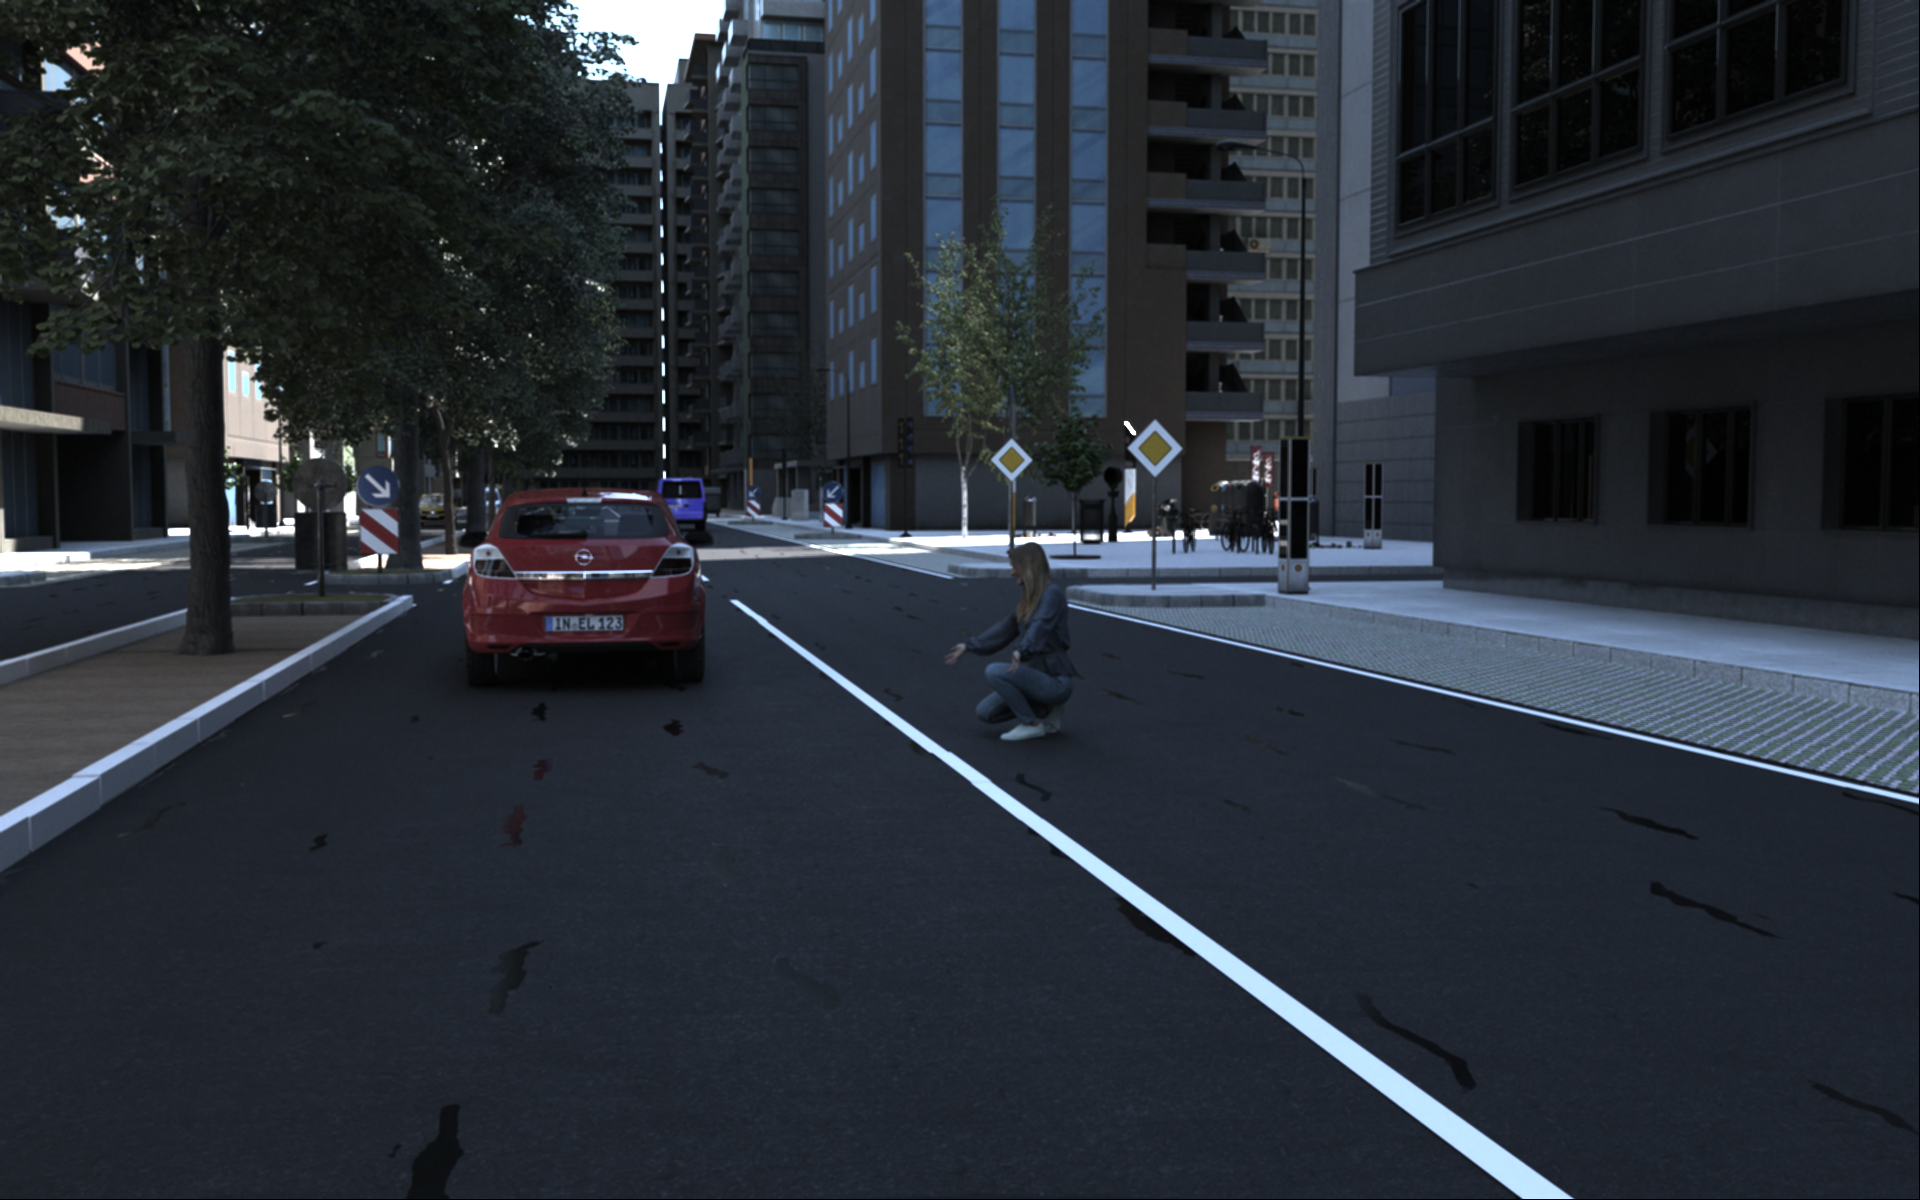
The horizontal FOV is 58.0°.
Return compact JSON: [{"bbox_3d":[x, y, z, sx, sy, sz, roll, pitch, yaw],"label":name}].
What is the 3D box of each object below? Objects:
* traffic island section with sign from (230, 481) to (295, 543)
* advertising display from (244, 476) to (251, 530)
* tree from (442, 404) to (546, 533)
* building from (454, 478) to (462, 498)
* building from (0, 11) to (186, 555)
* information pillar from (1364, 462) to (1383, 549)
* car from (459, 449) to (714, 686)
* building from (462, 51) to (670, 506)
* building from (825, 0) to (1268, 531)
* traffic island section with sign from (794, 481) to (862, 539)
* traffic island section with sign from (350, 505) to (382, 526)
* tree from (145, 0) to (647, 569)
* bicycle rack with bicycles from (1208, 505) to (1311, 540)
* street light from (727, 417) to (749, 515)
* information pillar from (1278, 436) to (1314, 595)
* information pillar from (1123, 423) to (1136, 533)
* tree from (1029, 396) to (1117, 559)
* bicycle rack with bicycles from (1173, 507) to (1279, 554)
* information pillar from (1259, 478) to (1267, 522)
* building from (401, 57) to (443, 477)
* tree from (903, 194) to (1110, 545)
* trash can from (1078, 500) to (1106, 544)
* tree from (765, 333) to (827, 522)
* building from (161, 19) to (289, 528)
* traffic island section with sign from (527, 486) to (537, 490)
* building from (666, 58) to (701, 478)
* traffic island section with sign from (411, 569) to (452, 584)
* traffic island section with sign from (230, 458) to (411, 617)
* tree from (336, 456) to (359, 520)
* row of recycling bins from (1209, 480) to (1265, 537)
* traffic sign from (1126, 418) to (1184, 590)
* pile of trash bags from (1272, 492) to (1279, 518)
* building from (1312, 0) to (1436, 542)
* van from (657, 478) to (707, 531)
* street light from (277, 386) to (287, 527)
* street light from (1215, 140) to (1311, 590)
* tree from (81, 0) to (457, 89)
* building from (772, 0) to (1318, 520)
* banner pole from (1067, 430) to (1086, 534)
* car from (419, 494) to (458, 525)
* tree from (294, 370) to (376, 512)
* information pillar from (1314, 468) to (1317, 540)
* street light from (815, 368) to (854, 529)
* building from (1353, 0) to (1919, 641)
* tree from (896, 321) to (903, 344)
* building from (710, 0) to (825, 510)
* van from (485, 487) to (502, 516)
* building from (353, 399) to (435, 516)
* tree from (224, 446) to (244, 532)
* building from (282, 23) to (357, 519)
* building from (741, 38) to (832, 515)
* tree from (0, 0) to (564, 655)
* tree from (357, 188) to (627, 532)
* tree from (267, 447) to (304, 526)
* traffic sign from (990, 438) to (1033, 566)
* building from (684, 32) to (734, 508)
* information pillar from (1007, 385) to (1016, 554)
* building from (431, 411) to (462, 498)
[{"bbox_3d":[-20.674,-2.624,51.530,1.989,1.847,2.006,-1,4,-12],"label":"traffic island section with sign"},{"bbox_3d":[-25.589,-3.486,62.206,0.123,1.923,0.974,-1,4,-19],"label":"advertising display"},{"bbox_3d":[-15.745,-6.386,57.226,4.737,8.622,4.395,0,3,0],"label":"tree"},{"bbox_3d":[-67.882,-30.697,193.774,23.993,40.220,32.217,-1,4,-12],"label":"building"},{"bbox_3d":[-31.146,-23.563,39.885,22.147,44.769,28.867,-1,4,-12],"label":"building"},{"bbox_3d":[9.644,-2.197,40.415,0.304,2.012,0.304,-2,4,-32],"label":"information pillar"},{"bbox_3d":[-3.122,-0.336,14.531,2.155,1.783,4.494,-1,4,-11],"label":"car"},{"bbox_3d":[-44.416,-34.864,193.721,21.600,48.544,21.300,-1,4,-12],"label":"building"},{"bbox_3d":[2.572,-25.489,66.856,14.600,45.320,14.200,-1,4,-12],"label":"building"},{"bbox_3d":[-4.263,-2.853,55.267,1.989,1.847,2.006,-1,4,-12],"label":"traffic island section with sign"},{"bbox_3d":[-26.364,-4.251,78.139,1.989,1.847,2.006,-1,4,-12],"label":"traffic island section with sign"},{"bbox_3d":[-10.348,-7.507,31.852,9.857,13.997,8.962,0,3,0],"label":"tree"},{"bbox_3d":[8.161,-2.073,47.284,2.852,0.926,2.925,0,4,-1],"label":"bicycle rack with bicycles"},{"bbox_3d":[-13.350,-8.069,104.471,1.470,5.913,1.316,-1,4,-12],"label":"street light"},{"bbox_3d":[4.284,-1.084,22.214,0.304,2.012,0.304,-1,4,-15],"label":"information pillar"},{"bbox_3d":[5.564,-3.996,56.690,0.183,3.616,0.504,-2,4,-32],"label":"information pillar"},{"bbox_3d":[2.161,-2.441,34.515,1.663,3.219,1.824,0,3,0],"label":"tree"},{"bbox_3d":[5.727,-1.511,38.089,2.852,0.926,2.925,0,4,8],"label":"bicycle rack with bicycles"},{"bbox_3d":[13.895,-4.587,79.496,0.304,2.012,0.304,-1,4,-21],"label":"information pillar"},{"bbox_3d":[-56.263,-33.579,138.261,28.713,52.752,27.495,-1,4,-12],"label":"building"},{"bbox_3d":[1.543,-5.697,43.501,4.737,8.622,4.395,0,3,0],"label":"tree"},{"bbox_3d":[3.392,-2.014,44.582,0.748,1.137,0.748,0,3,0],"label":"trash can"},{"bbox_3d":[-6.517,-7.827,78.328,4.360,8.622,3.978,0,3,0],"label":"tree"},{"bbox_3d":[-35.715,-25.622,69.038,14.600,45.320,14.200,-1,4,-12],"label":"building"},{"bbox_3d":[-25.193,-5.734,101.891,2.006,1.907,1.989,-1,4,-12],"label":"traffic island section with sign"},{"bbox_3d":[-23.175,-35.145,198.320,21.600,48.544,21.300,-1,4,-12],"label":"building"},{"bbox_3d":[-9.451,-1.240,28.413,2.006,1.907,1.989,-1,4,-12],"label":"traffic island section with sign"},{"bbox_3d":[-7.910,-0.797,21.168,2.006,1.907,1.989,-1,4,-12],"label":"traffic island section with sign"},{"bbox_3d":[-30.810,-5.677,87.417,1.663,3.219,1.824,0,3,0],"label":"tree"},{"bbox_3d":[8.552,-2.834,53.453,1.069,1.692,3.534,-1,4,-8],"label":"row of recycling bins"},{"bbox_3d":[2.586,-1.189,23.084,0.795,2.450,0.064,-1,4,-12],"label":"traffic sign"},{"bbox_3d":[13.951,-4.508,83.457,3.447,1.369,1.912,0,4,-1],"label":"pile of trash bags"},{"bbox_3d":[26.420,-30.845,46.323,28.212,58.520,21.231,-1,4,-12],"label":"building"},{"bbox_3d":[-11.128,-3.935,68.715,2.240,2.365,5.245,-1,4,-11],"label":"van"},{"bbox_3d":[-26.042,-5.827,67.815,1.470,5.913,1.316,-1,4,-12],"label":"street light"},{"bbox_3d":[4.034,-3.088,23.034,1.470,5.913,1.316,-1,4,-12],"label":"street light"},{"bbox_3d":[-5.003,-4.362,8.186,8.767,10.594,7.601,-1,4,-12],"label":"tree"},{"bbox_3d":[6.325,-24.684,95.469,32.217,40.220,23.993,-1,4,-12],"label":"building"},{"bbox_3d":[3.787,-4.013,55.623,0.401,3.779,0.863,3,5,44],"label":"banner pole"},{"bbox_3d":[-23.647,-4.150,78.076,2.015,1.641,3.980,-1,4,-13],"label":"car"},{"bbox_3d":[-30.129,-8.108,82.921,4.360,8.622,3.978,0,3,0],"label":"tree"},{"bbox_3d":[9.689,-2.665,48.064,0.304,2.012,0.304,2,4,35],"label":"information pillar"},{"bbox_3d":[-4.656,-5.594,64.000,1.470,5.913,1.316,-1,4,-12],"label":"street light"},{"bbox_3d":[14.909,-11.643,9.436,14.314,24.678,30.058,-1,4,-12],"label":"building"},{"bbox_3d":[0.163,-6.010,48.633,4.737,8.622,4.395,0,3,0],"label":"tree"},{"bbox_3d":[-7.523,-31.687,137.696,23.786,49.044,30.456,-1,4,-12],"label":"building"},{"bbox_3d":[-26.097,-5.413,95.507,2.013,2.044,4.112,-1,4,-14],"label":"van"},{"bbox_3d":[-49.682,-16.318,111.839,27.650,21.520,28.899,-1,4,-12],"label":"building"},{"bbox_3d":[-25.021,-3.895,58.285,1.663,3.219,1.824,0,3,0],"label":"tree"},{"bbox_3d":[-40.327,-24.904,90.779,14.154,41.232,14.086,-1,4,-12],"label":"building"},{"bbox_3d":[-7.581,-21.000,115.049,14.160,30.474,14.107,-1,4,-12],"label":"building"},{"bbox_3d":[-6.913,-5.806,15.519,7.486,12.596,7.792,0,3,0],"label":"tree"},{"bbox_3d":[-17.724,-9.326,65.303,12.009,13.543,11.850,0,3,0],"label":"tree"},{"bbox_3d":[-27.228,-4.676,71.050,1.663,3.219,1.824,0,3,0],"label":"tree"},{"bbox_3d":[0.914,-1.667,30.892,0.795,2.450,0.064,-1,4,-12],"label":"traffic sign"},{"bbox_3d":[-14.921,-31.309,166.523,22.147,44.769,28.867,-1,4,-12],"label":"building"},{"bbox_3d":[1.122,-2.800,37.139,0.183,3.616,0.504,0,4,-5],"label":"information pillar"},{"bbox_3d":[-55.351,-29.531,166.426,14.086,41.232,14.154,-1,4,-12],"label":"building"}]
